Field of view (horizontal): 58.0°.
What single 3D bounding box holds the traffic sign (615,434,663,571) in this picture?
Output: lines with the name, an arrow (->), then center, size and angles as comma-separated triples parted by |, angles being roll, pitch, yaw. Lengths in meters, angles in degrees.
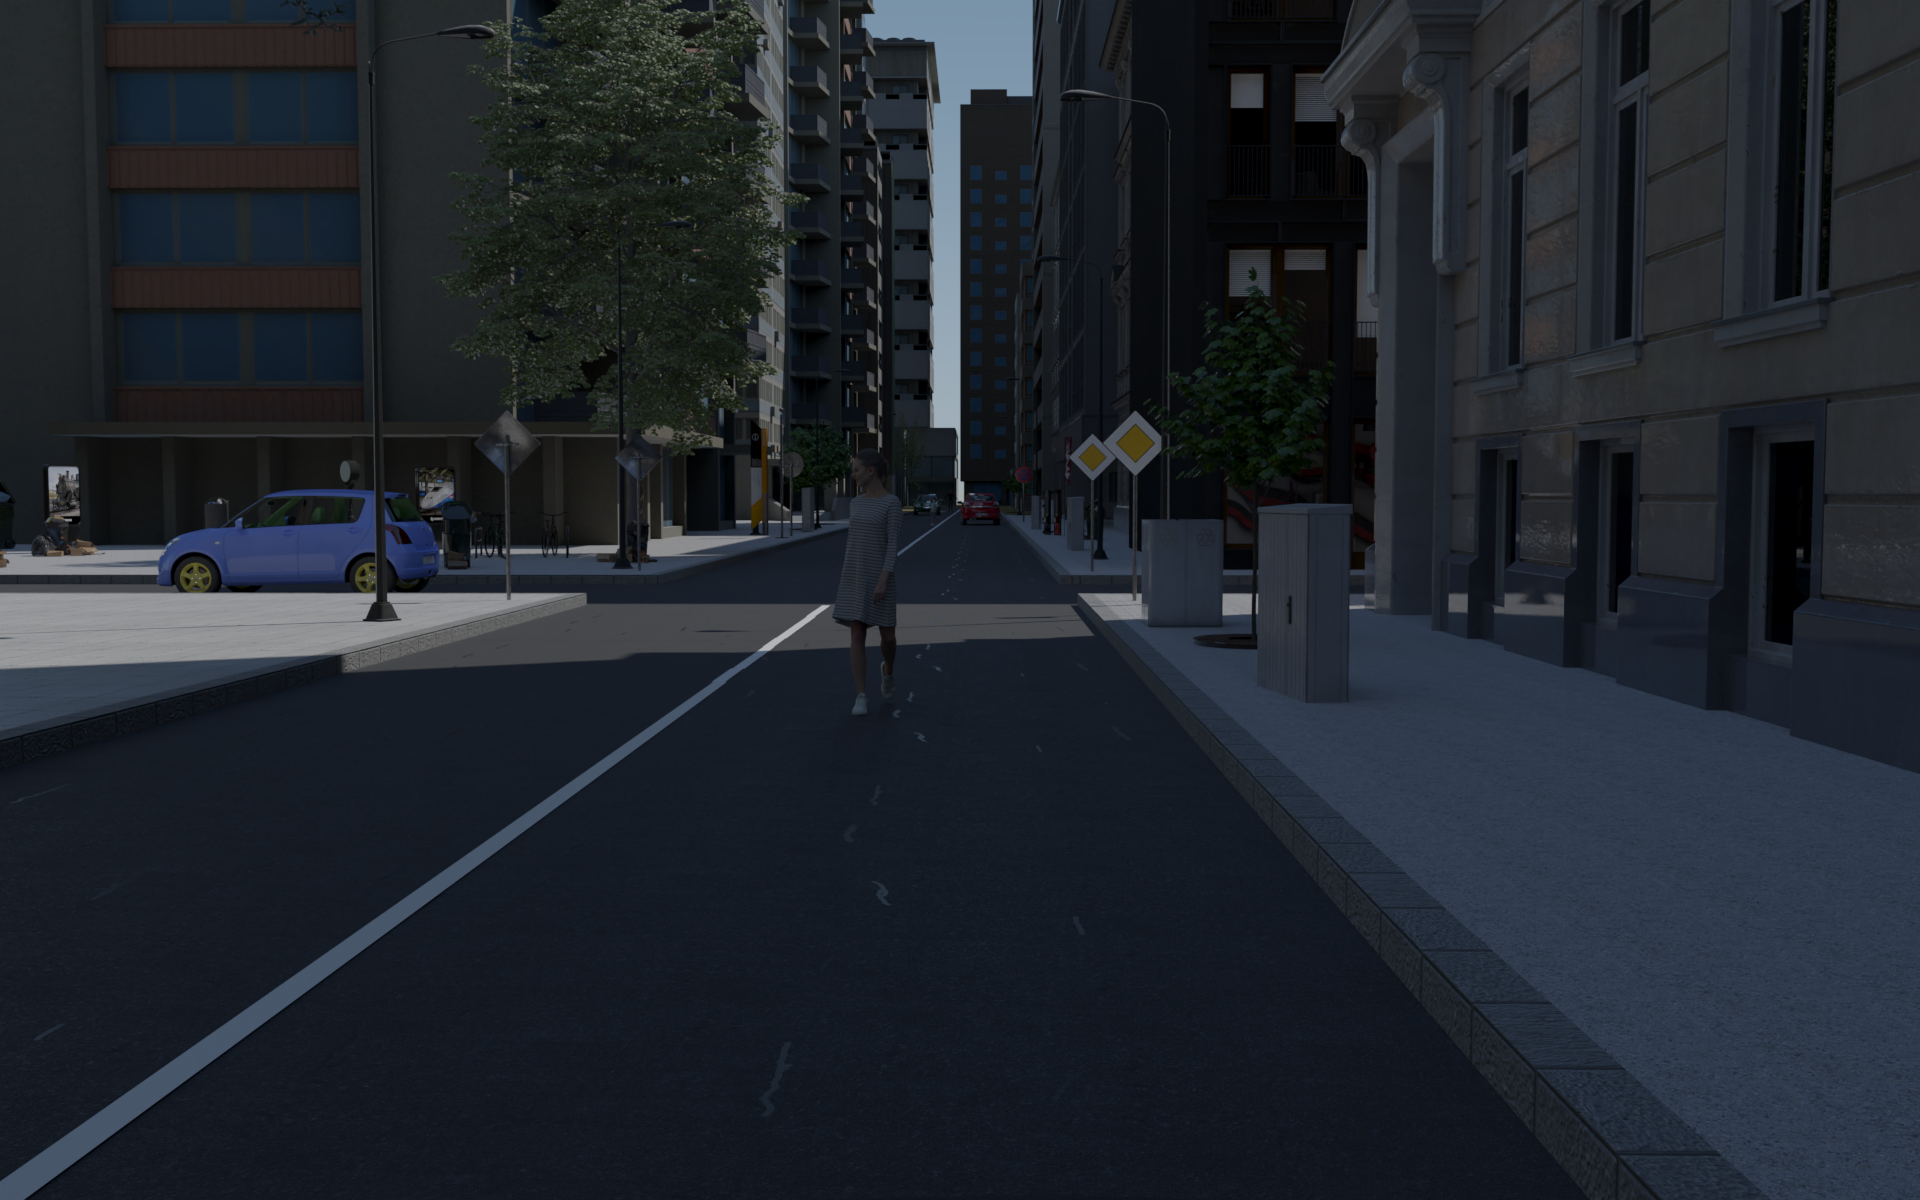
traffic sign -> -5.348, -1.542, 28.852 | 0.795, 2.450, 0.064 | 0, 4, 1

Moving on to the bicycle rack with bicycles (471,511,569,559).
bicycle rack with bicycles -> -9.032, -1.337, 35.244 | 2.852, 0.926, 2.925 | -1, 4, -11

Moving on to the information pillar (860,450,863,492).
information pillar -> -5.199, -6.115, 91.333 | 0.183, 3.616, 0.504 | 0, 4, 2

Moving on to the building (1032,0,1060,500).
building -> 15.939, -30.202, 117.508 | 21.300, 48.544, 21.600 | 0, 4, 1

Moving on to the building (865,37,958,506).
building -> -14.132, -37.489, 202.187 | 27.495, 52.752, 28.713 | 0, 4, 1

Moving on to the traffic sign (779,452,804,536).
traffic sign -> -5.141, -3.217, 52.710 | 0.768, 2.556, 0.104 | 1, 4, 8

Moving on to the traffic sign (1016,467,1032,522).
traffic sign -> 2.952, -4.899, 80.210 | 0.768, 2.556, 0.104 | 0, 4, 1

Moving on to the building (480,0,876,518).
building -> -17.266, -28.351, 118.167 | 22.147, 44.769, 28.867 | 0, 4, 1

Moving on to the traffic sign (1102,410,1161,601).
traffic sign -> 2.094, -1.047, 20.753 | 0.795, 2.450, 0.064 | 0, 4, 1

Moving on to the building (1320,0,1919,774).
building -> 10.633, -13.632, 8.782 | 13.634, 28.700, 20.117 | 0, 4, 1

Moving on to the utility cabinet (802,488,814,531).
utility cabinet -> -5.194, -3.084, 59.095 | 0.318, 1.500, 1.173 | 0, 4, 2

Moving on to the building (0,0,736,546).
building -> -18.018, -24.466, 54.646 | 22.147, 44.769, 28.867 | 0, 4, 1

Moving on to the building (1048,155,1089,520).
building -> 10.037, -15.015, 94.654 | 9.793, 20.994, 18.267 | 0, 4, 1

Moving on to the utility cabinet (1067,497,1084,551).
utility cabinet -> 2.630, -1.738, 39.581 | 0.306, 1.237, 1.020 | 0, 4, -2

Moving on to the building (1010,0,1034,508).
building -> 15.259, -44.585, 167.219 | 20.563, 71.187, 20.611 | 0, 4, 1

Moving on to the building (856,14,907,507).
building -> -21.099, -52.185, 165.904 | 31.000, 86.520, 22.319 | 0, 4, 1

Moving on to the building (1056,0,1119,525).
building -> 11.669, -17.079, 72.755 | 14.314, 27.812, 24.014 | 0, 4, 1

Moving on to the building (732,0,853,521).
building -> -22.034, -24.301, 89.204 | 32.217, 40.220, 23.993 | 0, 4, 1

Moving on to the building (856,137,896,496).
building -> -12.612, -22.526, 139.994 | 14.160, 30.474, 14.107 | 0, 4, 1

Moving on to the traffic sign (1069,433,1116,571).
traffic sign -> 2.195, -1.535, 28.737 | 0.795, 2.450, 0.064 | 0, 4, 1

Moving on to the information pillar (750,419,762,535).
information pillar -> -6.324, -3.843, 54.189 | 0.504, 3.616, 0.183 | -1, 4, -20

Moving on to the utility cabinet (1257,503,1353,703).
utility cabinet -> 2.186, 0.003, 11.109 | 0.306, 1.237, 1.020 | 0, 4, -7

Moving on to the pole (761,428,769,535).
pole -> -6.071, -3.673, 53.889 | 0.158, 3.312, 0.155 | 0, 3, 0

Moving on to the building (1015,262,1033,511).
building -> 18.639, -18.255, 143.504 | 27.650, 21.520, 28.899 | 0, 4, 1

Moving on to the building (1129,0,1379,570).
building -> 11.867, -12.528, 34.512 | 15.834, 23.373, 12.332 | 0, 4, 1

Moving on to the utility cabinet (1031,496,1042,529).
utility cabinet -> 2.818, -3.206, 63.577 | 0.306, 1.237, 1.020 | 0, 4, 8

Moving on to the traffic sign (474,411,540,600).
traffic sign -> -5.449, -1.054, 20.868 | 0.795, 2.450, 0.064 | 0, 4, 1

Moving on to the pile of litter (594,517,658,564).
pile of litter -> -6.313, -1.146, 32.701 | 1.176, 0.858, 1.719 | -1, 4, -10

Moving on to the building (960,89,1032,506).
building -> 7.195, -33.328, 195.025 | 14.200, 45.320, 14.600 | 0, 4, 1

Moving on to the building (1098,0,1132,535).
building -> 10.013, -11.425, 51.429 | 10.561, 19.102, 19.286 | 0, 4, 1

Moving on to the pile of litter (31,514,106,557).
pile of litter -> -18.593, -1.356, 36.132 | 1.176, 0.858, 1.719 | 2, 4, 29
